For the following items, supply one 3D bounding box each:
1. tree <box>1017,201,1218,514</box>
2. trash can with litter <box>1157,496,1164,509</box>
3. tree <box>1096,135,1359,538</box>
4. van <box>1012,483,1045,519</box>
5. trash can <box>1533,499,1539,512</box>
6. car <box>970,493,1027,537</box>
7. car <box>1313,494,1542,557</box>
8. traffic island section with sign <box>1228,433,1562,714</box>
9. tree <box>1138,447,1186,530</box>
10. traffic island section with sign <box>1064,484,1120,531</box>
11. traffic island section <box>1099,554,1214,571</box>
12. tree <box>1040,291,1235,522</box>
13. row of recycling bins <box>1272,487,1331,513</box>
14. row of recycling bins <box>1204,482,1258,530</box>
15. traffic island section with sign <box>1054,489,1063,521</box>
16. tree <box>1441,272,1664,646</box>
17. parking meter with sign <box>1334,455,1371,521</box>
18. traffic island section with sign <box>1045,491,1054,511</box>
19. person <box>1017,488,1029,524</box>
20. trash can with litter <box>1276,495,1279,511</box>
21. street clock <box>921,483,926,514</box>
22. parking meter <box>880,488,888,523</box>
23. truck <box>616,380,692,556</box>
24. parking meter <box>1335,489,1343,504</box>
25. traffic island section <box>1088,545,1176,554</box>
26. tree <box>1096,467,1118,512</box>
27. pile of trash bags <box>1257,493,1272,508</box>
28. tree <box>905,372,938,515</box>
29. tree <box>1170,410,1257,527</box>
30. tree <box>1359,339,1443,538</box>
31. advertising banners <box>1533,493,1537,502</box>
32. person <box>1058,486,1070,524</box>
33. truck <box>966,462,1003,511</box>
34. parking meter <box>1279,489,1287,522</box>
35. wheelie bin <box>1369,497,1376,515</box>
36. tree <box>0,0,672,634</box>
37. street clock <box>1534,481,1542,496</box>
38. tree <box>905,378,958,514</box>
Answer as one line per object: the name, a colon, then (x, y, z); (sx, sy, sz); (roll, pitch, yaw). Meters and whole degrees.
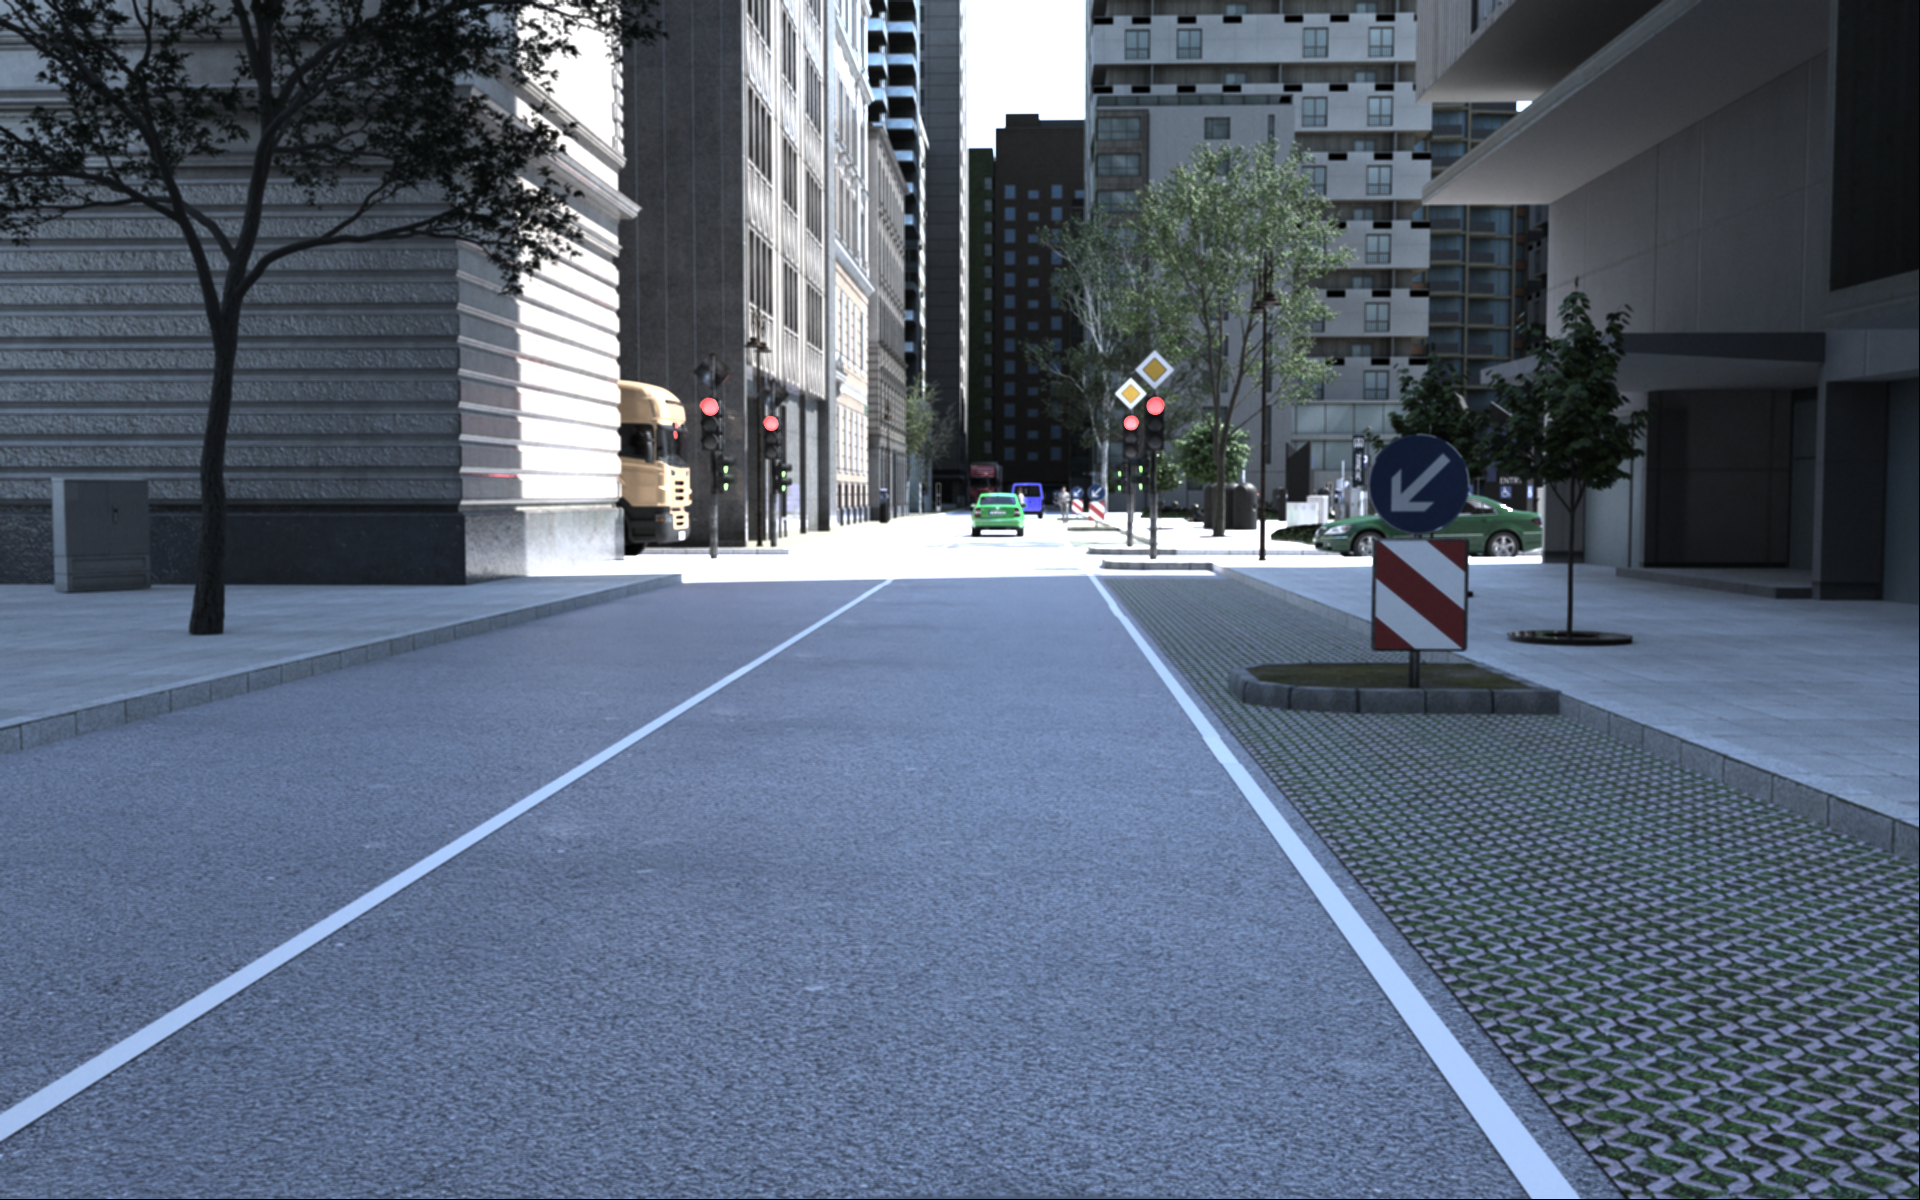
tree: (9.950, -15.551, 110.147); (12.611, 20.169, 13.585); (0, 3, 0)
trash can with litter: (11.630, -5.422, 100.033); (0.624, 1.170, 1.055); (-1, 4, -14)
tree: (7.729, -7.663, 51.039); (9.928, 11.665, 9.643); (0, 3, 0)
van: (3.877, -5.901, 100.867); (2.240, 2.365, 5.245); (0, 4, 2)
trash can: (18.015, -2.651, 55.001); (0.748, 1.137, 0.748); (0, 3, 0)
car: (1.314, -3.096, 59.420); (1.959, 1.807, 4.718); (0, 4, 2)
car: (10.101, -1.563, 37.351); (4.920, 1.459, 2.131); (0, 4, 1)
traffic island section with sign: (2.939, -0.216, 12.160); (1.989, 1.847, 2.006); (0, 4, 2)
tree: (6.999, -4.086, 61.399); (1.663, 3.219, 1.824); (0, 3, 0)
traffic island section with sign: (5.144, -3.567, 66.942); (1.989, 1.847, 2.006); (0, 4, 2)
traffic island section: (3.802, -0.709, 33.872); (2.009, 0.180, 2.903); (0, 4, 2)
tree: (7.802, -8.778, 77.935); (8.767, 10.594, 7.601); (-1, 4, -10)
row of recycling bins: (20.744, -6.003, 105.258); (3.534, 1.692, 1.069); (1, 4, 15)
row of recycling bins: (9.782, -3.412, 62.902); (1.069, 1.692, 3.534); (-1, 4, -14)
traffic island section with sign: (6.230, -5.214, 93.875); (1.989, 1.847, 2.006); (0, 4, 2)
tree: (5.450, -1.254, 15.109); (1.663, 3.219, 1.824); (0, 3, 0)
parking meter with sign: (17.311, -4.910, 76.540); (1.738, 3.016, 0.543); (-2, 4, -33)
traffic island section with sign: (8.232, -8.250, 143.522); (1.989, 1.847, 2.006); (0, 4, 2)
person: (2.836, -4.363, 80.592); (0.760, 1.731, 0.466); (0, 4, -5)
trash can with litter: (18.004, -5.294, 97.620); (1.678, 1.210, 2.233); (0, 4, 6)
street clock: (-2.476, -6.702, 114.145); (0.471, 2.002, 0.358); (-3, 5, -45)
parking meter: (-3.374, -4.180, 76.749); (0.372, 1.533, 0.369); (0, 3, 0)
truck: (-10.955, -2.984, 37.702); (11.283, 4.237, 2.839); (0, 4, 4)
parking meter: (18.006, -4.523, 82.359); (0.372, 1.533, 0.369); (0, 3, 0)
traffic island section: (4.125, -1.197, 41.851); (2.009, 0.180, 2.903); (0, 4, 2)
tree: (10.511, -7.761, 121.499); (1.663, 3.219, 1.824); (0, 3, 0)
pile of trash bags: (20.124, -6.331, 113.268); (1.912, 1.369, 3.447); (-2, 4, -28)
tree: (-3.352, -9.427, 104.494); (4.737, 8.622, 4.395); (0, 3, 0)
tree: (9.835, -5.101, 67.113); (4.285, 4.588, 4.351); (0, 3, 0)
tree: (5.819, -1.662, 21.770); (1.663, 3.219, 1.824); (0, 3, 0)
advertising banners: (34.316, -6.403, 100.874); (2.074, 3.025, 0.090); (-1, 4, -15)
person: (4.998, -4.562, 83.294); (0.606, 1.804, 0.583); (1, 4, 10)
truck: (2.295, -10.077, 153.668); (2.839, 4.237, 11.283); (0, 4, 4)
parking meter: (15.069, -4.427, 80.792); (0.372, 1.533, 0.369); (0, 3, 0)
wheelie bin: (19.775, -4.549, 82.280); (0.980, 1.594, 0.693); (2, 4, 25)
tree: (-6.616, -4.953, 15.400); (7.601, 10.594, 8.767); (2, 4, 27)
street clock: (23.469, -4.017, 70.251); (0.358, 2.002, 0.471); (2, 4, 34)
tree: (-2.304, -9.774, 110.165); (4.360, 8.622, 3.978); (0, 3, 0)
